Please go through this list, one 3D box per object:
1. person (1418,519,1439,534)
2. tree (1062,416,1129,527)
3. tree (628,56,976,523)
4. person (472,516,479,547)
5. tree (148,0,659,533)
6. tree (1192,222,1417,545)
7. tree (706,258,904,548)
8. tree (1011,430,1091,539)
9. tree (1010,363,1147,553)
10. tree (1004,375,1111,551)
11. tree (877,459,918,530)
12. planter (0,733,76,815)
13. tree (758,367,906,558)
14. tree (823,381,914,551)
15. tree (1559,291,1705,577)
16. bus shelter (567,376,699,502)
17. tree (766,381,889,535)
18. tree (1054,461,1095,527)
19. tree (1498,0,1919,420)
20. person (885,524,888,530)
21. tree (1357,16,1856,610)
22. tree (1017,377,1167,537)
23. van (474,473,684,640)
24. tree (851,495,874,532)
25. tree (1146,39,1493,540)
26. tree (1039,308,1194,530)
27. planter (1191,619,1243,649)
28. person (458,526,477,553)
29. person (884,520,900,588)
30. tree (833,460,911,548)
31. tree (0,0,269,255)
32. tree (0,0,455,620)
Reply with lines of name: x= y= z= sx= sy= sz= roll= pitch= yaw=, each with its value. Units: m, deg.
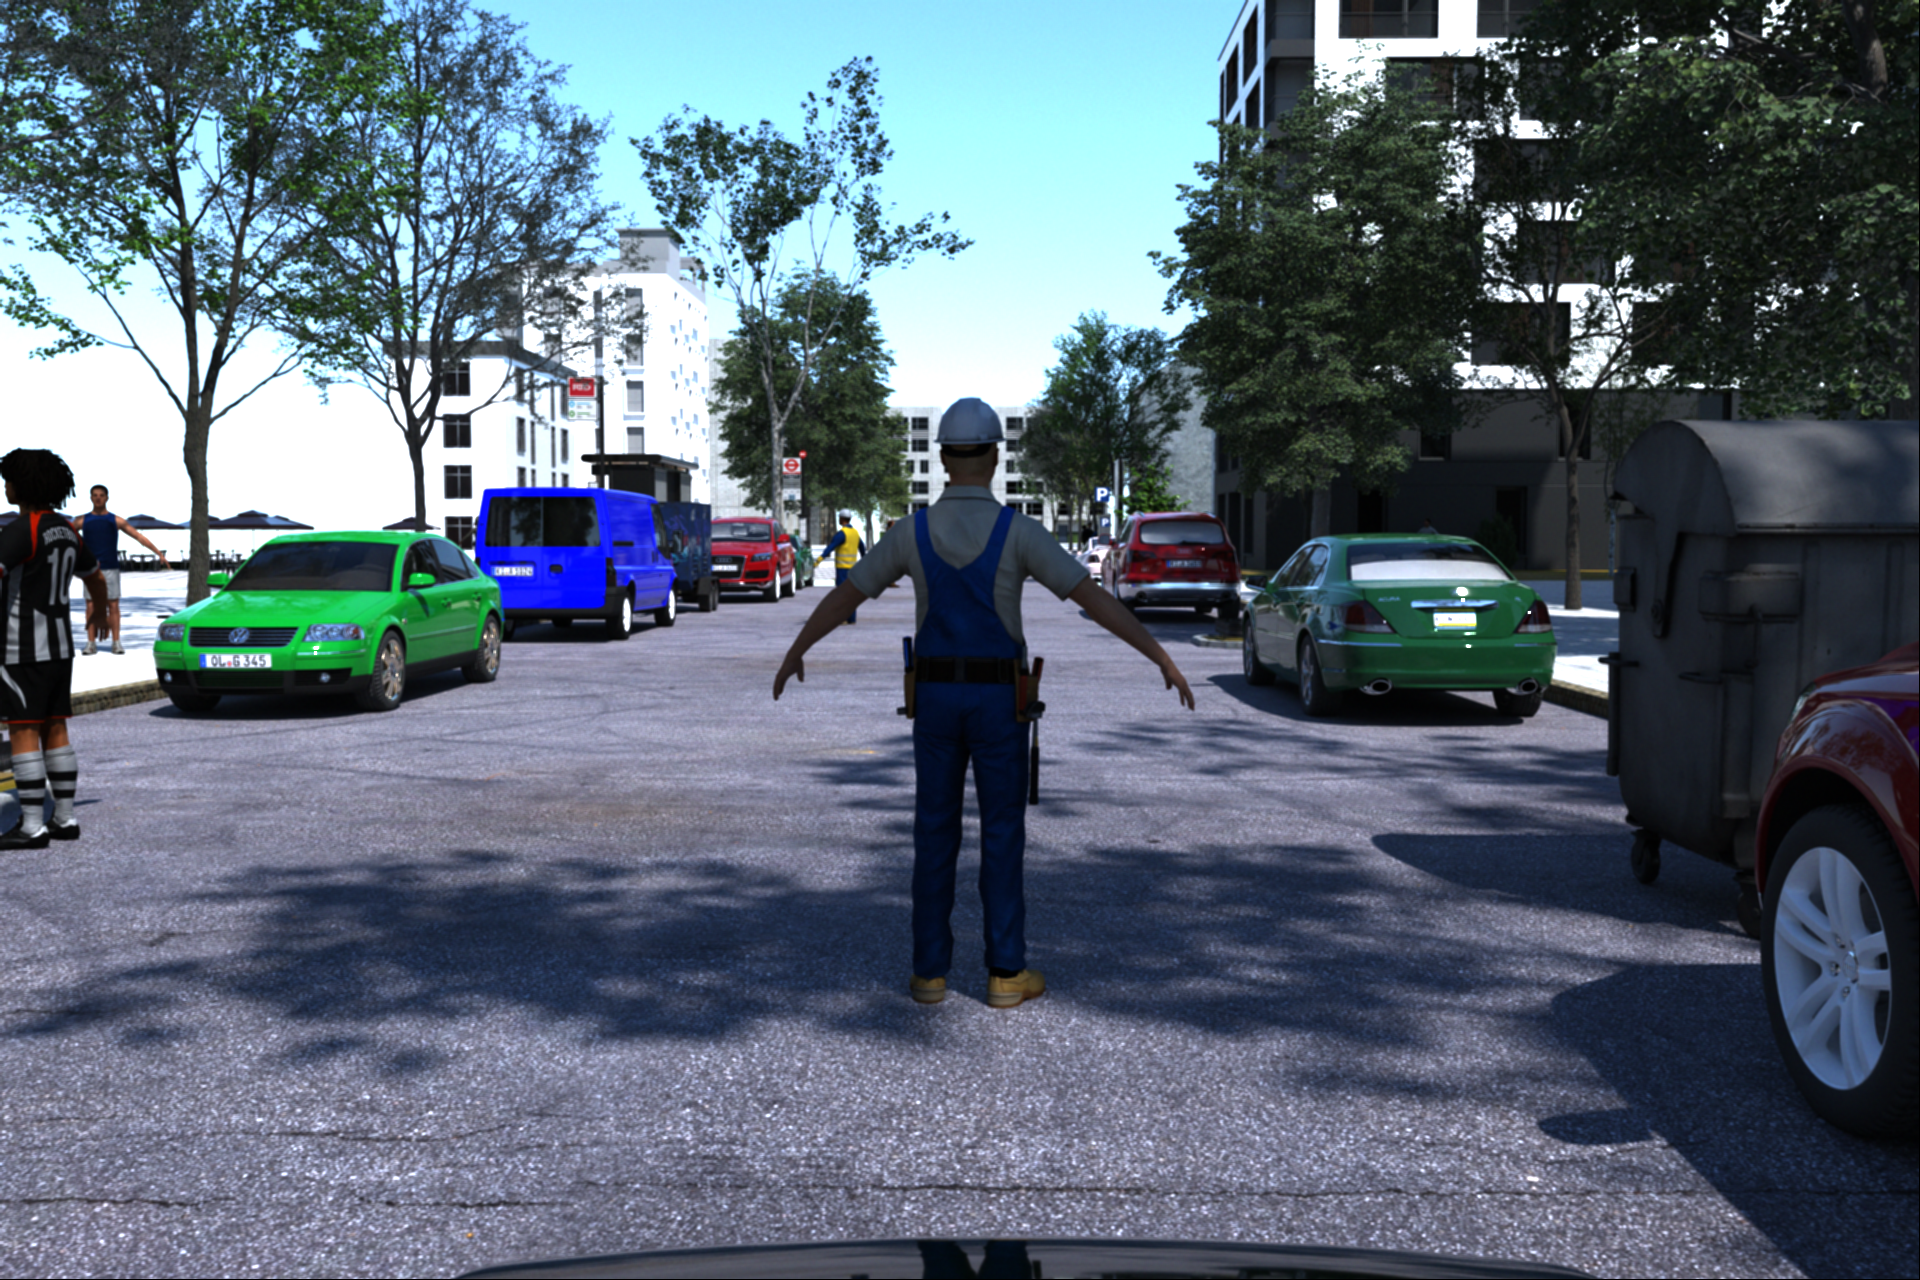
person: x=16.043 y=-3.264 z=59.550 sx=1.347 sy=1.806 sz=0.705 roll=3 pitch=4 yaw=36
tree: x=8.194 y=-9.571 z=106.855 sx=4.737 sy=8.622 sz=4.395 roll=0 pitch=3 yaw=0
tree: x=-6.174 y=-12.998 z=68.407 sx=12.611 sy=20.169 sz=13.585 roll=0 pitch=3 yaw=0
person: x=-15.009 y=-2.949 z=54.002 sx=0.705 sy=1.856 sz=1.354 roll=-1 pitch=4 yaw=-10
tree: x=-11.507 y=-7.720 z=36.588 sx=12.009 sy=13.543 sz=11.850 roll=0 pitch=3 yaw=0
tree: x=11.397 y=-8.020 z=56.889 sx=9.928 sy=11.665 sz=9.643 roll=0 pitch=3 yaw=0
tree: x=-7.321 y=-10.729 z=82.069 sx=9.857 sy=13.997 sz=8.962 roll=0 pitch=3 yaw=0
tree: x=8.362 y=-13.760 z=150.727 sx=9.928 sy=11.665 sz=9.643 roll=0 pitch=3 yaw=0
tree: x=8.288 y=-12.725 z=118.425 sx=12.009 sy=13.543 sz=11.850 roll=0 pitch=3 yaw=0
tree: x=8.354 y=-13.539 z=131.731 sx=12.009 sy=13.543 sz=11.850 roll=0 pitch=3 yaw=0
tree: x=-6.391 y=-12.490 z=154.569 sx=4.360 sy=8.622 sz=3.978 roll=0 pitch=3 yaw=0
planter: x=-5.884 y=0.737 z=9.090 sx=1.991 sy=0.319 sz=1.994 roll=0 pitch=4 yaw=0
tree: x=-7.141 y=-9.700 z=93.013 sx=8.767 sy=10.594 sz=7.601 roll=0 pitch=4 yaw=-2
tree: x=-7.234 y=-12.860 z=128.395 sx=7.486 sy=12.596 sz=7.792 roll=0 pitch=3 yaw=0
tree: x=19.476 y=-6.227 z=52.178 sx=4.360 sy=8.622 sz=3.978 roll=0 pitch=3 yaw=0
bus shelter: x=-8.830 y=-4.222 z=46.665 sx=2.179 sy=5.291 sz=8.768 roll=0 pitch=4 yaw=1
tree: x=-7.682 y=-10.407 z=104.566 sx=7.601 sy=10.594 sz=8.767 roll=2 pitch=4 yaw=35
tree: x=9.131 y=-11.681 z=141.347 sx=4.737 sy=8.622 sz=4.395 roll=0 pitch=3 yaw=0
tree: x=10.191 y=-6.813 z=18.041 sx=9.857 sy=13.997 sz=8.962 roll=0 pitch=3 yaw=0
person: x=-2.261 y=-2.695 z=52.978 sx=0.721 sy=1.772 sz=1.216 roll=1 pitch=4 yaw=21
tree: x=10.600 y=-5.802 z=29.280 sx=8.767 sy=10.594 sz=7.601 roll=2 pitch=4 yaw=35
tree: x=7.741 y=-10.058 z=98.861 sx=8.767 sy=10.594 sz=7.601 roll=-1 pitch=4 yaw=-17
van: x=-5.400 y=-1.266 z=25.082 sx=2.240 sy=2.365 sz=5.245 roll=0 pitch=4 yaw=1
tree: x=-13.389 y=-17.859 z=242.350 sx=4.737 sy=8.622 sz=4.395 roll=0 pitch=3 yaw=0
tree: x=9.731 y=-8.560 z=46.611 sx=9.857 sy=13.997 sz=8.962 roll=0 pitch=3 yaw=0
tree: x=7.251 y=-9.464 z=80.499 sx=9.928 sy=11.665 sz=9.643 roll=0 pitch=3 yaw=0
planter: x=4.037 y=-0.082 z=22.480 sx=1.991 sy=0.319 sz=1.994 roll=0 pitch=4 yaw=0
person: x=-15.933 y=-3.139 z=57.454 sx=1.348 sy=1.813 sz=0.705 roll=-2 pitch=4 yaw=-27
person: x=-1.841 y=-2.310 z=46.498 sx=0.705 sy=1.796 sz=1.348 roll=-2 pitch=4 yaw=-31
tree: x=-7.490 y=-12.785 z=143.451 sx=7.601 sy=10.594 sz=8.767 roll=2 pitch=4 yaw=28
tree: x=-11.209 y=-6.442 z=15.695 sx=12.009 sy=13.543 sz=11.850 roll=0 pitch=3 yaw=0
tree: x=-11.494 y=-6.133 z=26.030 sx=9.928 sy=11.665 sz=9.643 roll=0 pitch=3 yaw=0
